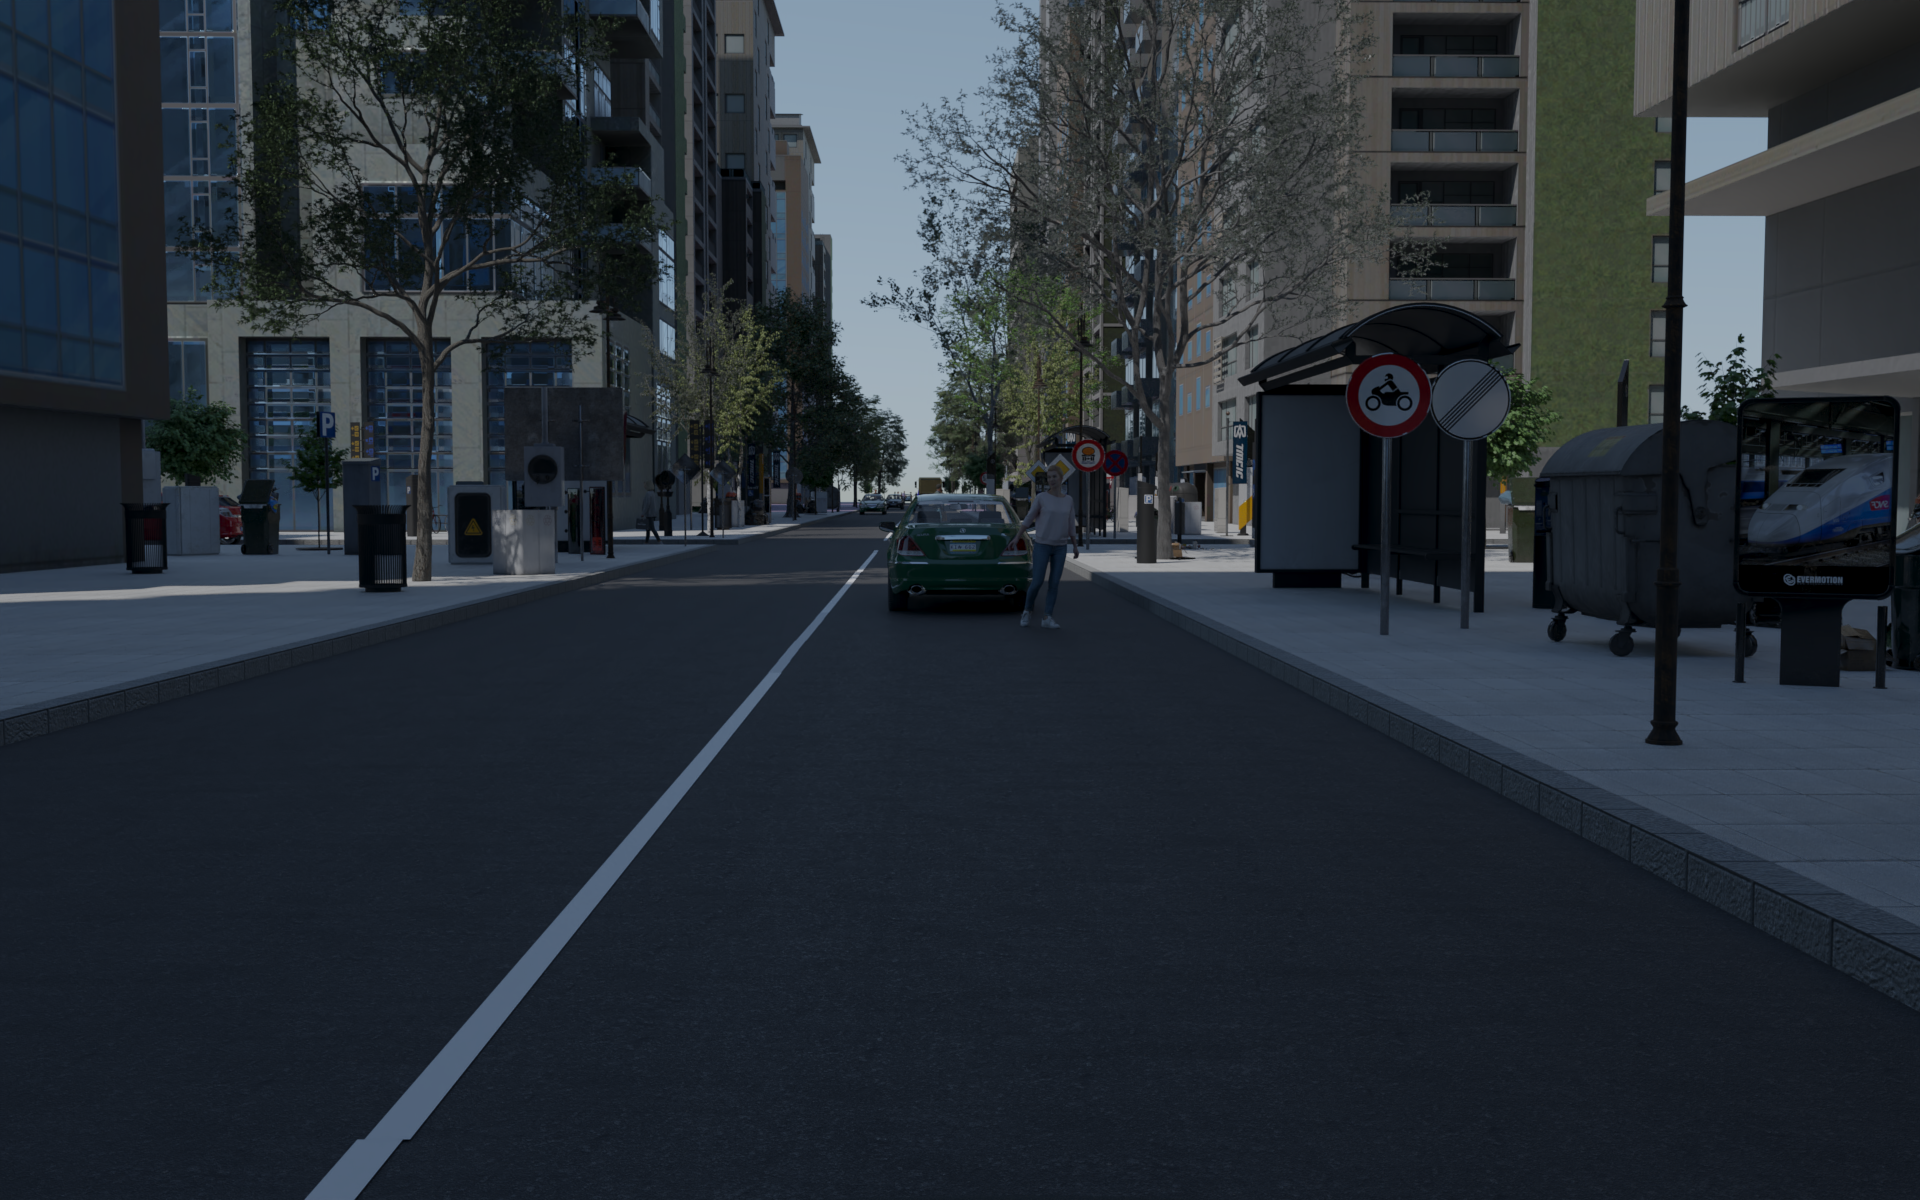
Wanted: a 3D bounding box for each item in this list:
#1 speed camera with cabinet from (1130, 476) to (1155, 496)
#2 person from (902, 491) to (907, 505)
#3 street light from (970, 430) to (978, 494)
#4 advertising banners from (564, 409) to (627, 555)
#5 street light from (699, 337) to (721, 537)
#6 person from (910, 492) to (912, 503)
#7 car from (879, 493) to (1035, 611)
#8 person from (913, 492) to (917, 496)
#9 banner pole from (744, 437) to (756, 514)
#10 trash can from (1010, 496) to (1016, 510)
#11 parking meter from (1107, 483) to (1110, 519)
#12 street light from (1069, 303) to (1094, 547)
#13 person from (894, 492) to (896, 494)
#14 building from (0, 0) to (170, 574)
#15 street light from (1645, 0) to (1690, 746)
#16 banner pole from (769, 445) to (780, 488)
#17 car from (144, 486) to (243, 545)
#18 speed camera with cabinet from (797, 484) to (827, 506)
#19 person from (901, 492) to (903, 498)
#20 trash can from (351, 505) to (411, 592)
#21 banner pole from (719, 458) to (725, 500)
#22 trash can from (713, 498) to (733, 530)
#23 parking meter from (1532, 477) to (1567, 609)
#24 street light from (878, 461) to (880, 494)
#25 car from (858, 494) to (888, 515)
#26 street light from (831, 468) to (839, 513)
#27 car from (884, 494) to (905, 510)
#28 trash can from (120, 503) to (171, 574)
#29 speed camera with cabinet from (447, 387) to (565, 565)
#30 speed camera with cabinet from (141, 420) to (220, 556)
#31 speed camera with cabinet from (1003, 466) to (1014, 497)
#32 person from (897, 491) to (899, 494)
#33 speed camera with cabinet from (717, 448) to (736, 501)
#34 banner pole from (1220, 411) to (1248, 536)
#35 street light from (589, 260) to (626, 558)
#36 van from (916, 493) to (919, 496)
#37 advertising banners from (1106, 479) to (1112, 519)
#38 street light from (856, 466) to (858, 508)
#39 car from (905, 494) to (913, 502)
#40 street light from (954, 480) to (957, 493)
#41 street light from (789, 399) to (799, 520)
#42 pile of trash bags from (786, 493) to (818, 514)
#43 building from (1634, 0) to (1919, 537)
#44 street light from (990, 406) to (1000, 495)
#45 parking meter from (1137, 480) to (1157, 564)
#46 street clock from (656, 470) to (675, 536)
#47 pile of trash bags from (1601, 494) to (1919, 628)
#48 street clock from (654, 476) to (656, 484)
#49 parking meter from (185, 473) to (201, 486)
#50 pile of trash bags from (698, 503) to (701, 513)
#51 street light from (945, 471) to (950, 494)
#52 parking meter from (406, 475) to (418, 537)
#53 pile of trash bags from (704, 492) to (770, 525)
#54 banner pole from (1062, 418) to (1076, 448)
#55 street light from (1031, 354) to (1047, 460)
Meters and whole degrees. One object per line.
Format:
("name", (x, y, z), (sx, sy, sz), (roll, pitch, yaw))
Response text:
("speed camera with cabinet", (9.763, -5.867, 90.267), (2.038, 3.252, 0.660), (-3, 4, -37))
("person", (-7.206, -13.286, 225.597), (0.709, 1.838, 0.599), (-3, 5, -45))
("street light", (1.121, -9.330, 125.333), (0.468, 5.910, 1.993), (0, 4, -1))
("advertising banners", (-7.674, -2.467, 36.531), (2.074, 3.025, 0.090), (3, 5, 40))
("street light", (-7.351, -4.794, 51.163), (0.468, 5.910, 1.993), (0, 4, -1))
("person", (-6.437, -13.533, 230.587), (0.721, 1.723, 1.217), (0, 4, -4))
("car", (-0.012, -0.666, 22.687), (2.131, 1.459, 4.920), (0, 4, -1))
("person", (-7.005, -16.268, 275.205), (1.217, 1.736, 0.721), (-1, 4, -20))
("banner pole", (-9.167, -5.226, 75.464), (0.863, 3.779, 0.401), (3, 5, 41))
("trash can", (3.102, -5.674, 104.421), (0.748, 1.137, 0.748), (0, 3, 0))
("parking meter", (7.582, -5.149, 89.895), (0.399, 1.863, 0.255), (-2, 4, -35))
("street light", (2.942, -4.242, 42.138), (0.468, 5.910, 1.993), (0, 4, -1))
("person", (-9.958, -15.752, 266.048), (0.705, 1.824, 1.348), (2, 4, 28))
("building", (-22.101, -22.927, 24.970), (14.200, 45.320, 14.600), (0, 4, -1))
("street light", (3.621, -2.198, 8.731), (0.468, 5.910, 1.993), (0, 4, -1))
("banner pole", (-9.412, -5.975, 87.712), (0.863, 3.779, 0.401), (2, 4, 32))
("car", (-21.286, -2.269, 46.131), (4.494, 1.783, 2.155), (0, 4, -1))
("speed camera with cabinet", (-10.049, -7.546, 117.719), (2.038, 3.252, 0.660), (-2, 4, -33))
("person", (-9.150, -16.123, 272.919), (0.445, 1.727, 0.742), (-1, 4, -13))
("trash can", (-7.589, -0.679, 22.758), (0.748, 1.137, 0.748), (0, 3, 0))
("banner pole", (-14.678, -7.130, 106.593), (0.401, 3.779, 0.863), (-3, 5, -41))
("trash can", (-8.459, -3.071, 61.871), (0.748, 1.137, 0.748), (0, 3, 0))
("parking meter", (6.631, -0.674, 19.429), (0.372, 1.533, 0.369), (0, 3, 0))
("street light", (-11.353, -16.588, 244.005), (0.468, 5.910, 1.993), (0, 4, -1))
("car", (-6.084, -6.702, 121.378), (2.131, 1.459, 4.920), (0, 4, -1))
("street light", (-8.759, -8.932, 118.821), (0.468, 5.910, 1.993), (0, 4, -1))
("car", (-6.102, -9.251, 161.040), (2.009, 1.686, 4.222), (0, 4, 1))
("trash can", (-13.126, -0.996, 27.938), (0.748, 1.137, 0.748), (0, 3, 0))
("speed camera with cabinet", (-8.319, -2.288, 31.750), (2.038, 3.252, 0.660), (0, 4, -7))
("speed camera with cabinet", (-16.404, -2.540, 35.861), (0.660, 3.252, 2.038), (2, 4, 29))
("speed camera with cabinet", (2.921, -7.723, 120.600), (0.660, 3.252, 2.038), (3, 5, 44))
("person", (-7.563, -12.653, 215.904), (0.750, 1.759, 0.617), (0, 4, 5))
("speed camera with cabinet", (-10.176, -4.964, 75.500), (0.660, 3.252, 2.038), (0, 4, -1))
("banner pole", (8.309, -3.816, 52.404), (0.863, 3.779, 0.401), (2, 4, 29))
("street light", (-6.983, -3.771, 34.449), (0.468, 5.910, 1.993), (0, 4, -1))
("van", (-4.389, -12.950, 216.115), (2.240, 2.365, 5.245), (0, 4, -1))
("advertising banners", (7.254, -5.491, 85.958), (0.090, 3.025, 2.074), (-1, 4, -12))
("street light", (-9.605, -11.513, 161.026), (0.468, 5.910, 1.993), (0, 4, -1))
("car", (-8.714, -16.606, 283.311), (2.131, 1.459, 4.920), (0, 4, -2))
("street light", (-0.707, -14.893, 216.280), (0.468, 5.910, 1.993), (0, 4, -1))
("street light", (-8.059, -6.837, 84.569), (0.468, 5.910, 1.993), (0, 4, -1))
("pile of trash bags", (-10.463, -6.362, 113.778), (1.912, 1.369, 3.447), (-1, 4, -13))
("building", (26.835, -26.356, 20.160), (28.713, 52.752, 27.495), (0, 4, -1))
("street light", (1.856, -7.245, 91.242), (0.468, 5.910, 1.993), (0, 4, -1))
("parking meter", (3.455, -1.443, 32.009), (0.372, 1.533, 0.369), (0, 3, 0))
("street clock", (-8.878, -2.941, 52.654), (0.471, 2.002, 0.358), (3, 5, 43))
("pile of trash bags", (8.157, -0.449, 17.087), (3.447, 1.369, 1.912), (1, 4, 15))
("street clock", (-10.460, -3.435, 60.733), (0.471, 2.002, 0.358), (-1, 4, -19))
("parking meter", (-21.833, -2.670, 49.359), (0.255, 1.863, 0.399), (3, 5, 44))
("pile of trash bags", (-15.709, -6.388, 114.199), (3.447, 1.369, 1.912), (3, 5, 45))
("street light", (-2.241, -19.057, 284.373), (0.468, 5.910, 1.993), (0, 4, -1))
("parking meter", (-16.457, -2.836, 52.085), (0.255, 1.863, 0.399), (-3, 5, -45))
("pile of trash bags", (-9.006, -3.754, 71.134), (1.912, 1.369, 3.447), (0, 4, 7))
("banner pole", (3.544, -4.084, 56.793), (0.401, 3.779, 0.863), (-3, 4, -36))
("street light", (2.601, -5.166, 57.259), (0.468, 5.910, 1.993), (0, 4, -1))
